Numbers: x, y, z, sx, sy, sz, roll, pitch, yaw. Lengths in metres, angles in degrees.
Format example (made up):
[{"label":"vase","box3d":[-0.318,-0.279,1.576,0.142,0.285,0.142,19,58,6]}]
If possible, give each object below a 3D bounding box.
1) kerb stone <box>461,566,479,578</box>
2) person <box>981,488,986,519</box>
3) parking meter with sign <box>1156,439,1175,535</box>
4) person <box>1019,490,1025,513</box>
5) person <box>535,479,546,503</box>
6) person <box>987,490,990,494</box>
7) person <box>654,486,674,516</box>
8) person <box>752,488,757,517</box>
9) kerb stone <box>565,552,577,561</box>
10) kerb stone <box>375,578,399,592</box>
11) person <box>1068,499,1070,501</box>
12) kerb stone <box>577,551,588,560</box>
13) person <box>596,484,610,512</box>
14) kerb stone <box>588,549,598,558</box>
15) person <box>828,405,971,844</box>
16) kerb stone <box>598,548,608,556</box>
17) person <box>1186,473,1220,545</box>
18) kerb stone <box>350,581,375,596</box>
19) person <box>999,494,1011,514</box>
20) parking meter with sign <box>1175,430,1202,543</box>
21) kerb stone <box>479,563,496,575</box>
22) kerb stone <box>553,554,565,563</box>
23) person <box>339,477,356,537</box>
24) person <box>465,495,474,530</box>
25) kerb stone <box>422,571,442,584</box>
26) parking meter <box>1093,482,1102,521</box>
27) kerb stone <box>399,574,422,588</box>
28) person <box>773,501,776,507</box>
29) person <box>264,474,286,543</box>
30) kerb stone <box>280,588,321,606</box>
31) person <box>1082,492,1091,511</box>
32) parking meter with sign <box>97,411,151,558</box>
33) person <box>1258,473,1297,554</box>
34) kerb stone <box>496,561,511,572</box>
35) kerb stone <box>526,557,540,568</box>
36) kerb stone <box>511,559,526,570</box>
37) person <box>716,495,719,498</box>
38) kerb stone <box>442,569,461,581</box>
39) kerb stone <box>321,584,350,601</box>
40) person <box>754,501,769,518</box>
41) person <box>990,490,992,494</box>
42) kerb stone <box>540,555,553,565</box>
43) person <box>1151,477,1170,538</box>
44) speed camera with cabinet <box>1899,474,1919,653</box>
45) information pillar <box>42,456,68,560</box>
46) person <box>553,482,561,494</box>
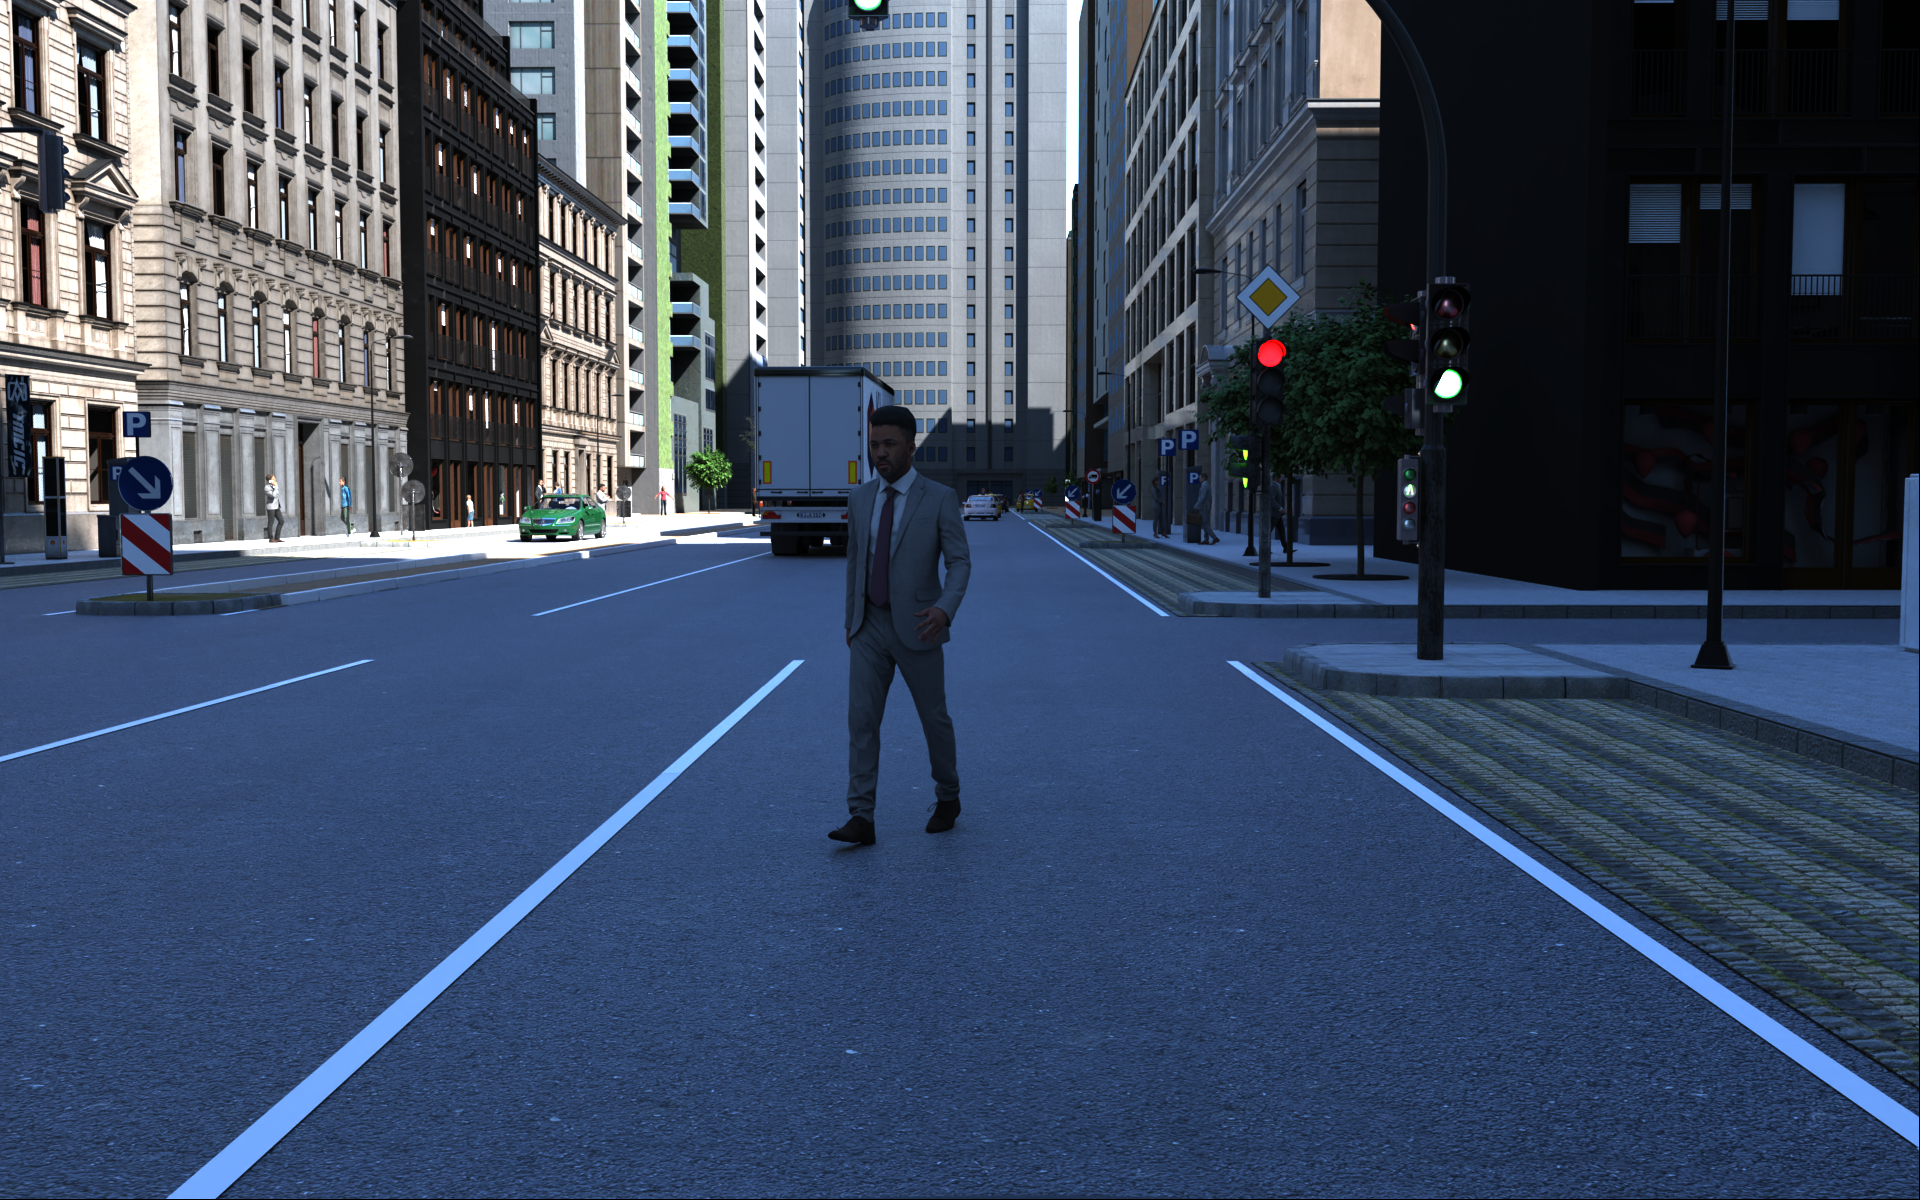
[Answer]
[{"label":"kerb stone","box3d":[-8.544,-0.465,29.890,0.120,0.150,1.000,0,4,1]},{"label":"person","box3d":[1.371,-5.444,98.068,0.434,1.755,0.990,1,4,15]},{"label":"parking meter with sign","box3d":[6.520,-3.605,55.203,0.543,3.016,1.738,0,4,2]},{"label":"person","box3d":[4.663,-7.227,127.382,0.721,1.743,1.217,1,4,10]},{"label":"person","box3d":[-17.630,-4.126,72.873,0.474,1.900,0.648,-1,4,-11]},{"label":"person","box3d":[2.649,-9.120,157.621,0.705,1.822,1.348,1,4,10]},{"label":"person","box3d":[-17.651,-5.901,103.248,1.217,1.743,0.721,-2,4,-29]},{"label":"person","box3d":[-13.136,-6.244,110.732,0.705,1.807,1.348,-1,4,-12]},{"label":"kerb stone","box3d":[-8.442,-0.907,37.071,0.120,0.150,1.000,0,4,1]},{"label":"kerb stone","box3d":[-8.621,-0.220,25.797,0.120,0.150,1.000,0,4,1]},{"label":"person","box3d":[11.214,-10.288,176.799,0.705,1.814,1.350,-2,4,-24]},{"label":"kerb stone","box3d":[-8.418,-0.970,38.096,0.120,0.150,1.000,0,4,1]},{"label":"person","box3d":[-12.598,-3.208,61.135,0.466,1.800,0.511,0,4,-3]},{"label":"kerb stone","box3d":[-8.413,-1.032,39.118,0.120,0.150,1.000,0,4,1]},{"label":"person","box3d":[-0.236,0.098,7.168,0.678,1.792,0.850,2,4,25]},{"label":"kerb stone","box3d":[-8.391,-1.098,40.147,0.120,0.150,1.000,0,4,1]},{"label":"person","box3d":[6.174,-2.303,43.823,0.853,1.813,0.709,1,4,14]},{"label":"kerb stone","box3d":[-8.638,-0.158,24.771,0.120,0.150,1.000,0,4,1]},{"label":"person","box3d":[3.232,-7.061,127.208,1.065,1.426,0.557,0,4,4]},{"label":"parking meter with sign","box3d":[6.168,-3.050,46.122,0.543,3.016,1.738,0,4,1]},{"label":"kerb stone","box3d":[-8.530,-0.529,30.912,0.120,0.150,1.000,0,4,1]},{"label":"kerb stone","box3d":[-8.465,-0.847,36.049,0.120,0.150,1.000,0,4,1]},{"label":"person","box3d":[-18.356,-2.784,51.905,0.444,1.785,0.601,-1,4,-18]},{"label":"person","box3d":[-17.741,-3.175,62.636,0.332,1.250,0.352,-3,5,-44]},{"label":"kerb stone","box3d":[-8.581,-0.346,27.845,0.120,0.150,1.000,0,4,1]},{"label":"parking meter","box3d":[6.515,-4.676,82.165,0.399,1.863,0.255,0,4,7]},{"label":"kerb stone","box3d":[-8.594,-0.279,26.823,0.120,0.150,1.000,0,4,1]},{"label":"person","box3d":[-13.662,-7.204,129.470,0.628,1.438,0.799,0,4,7]},{"label":"person","box3d":[-18.039,-2.407,45.582,0.473,1.802,0.592,1,4,16]},{"label":"kerb stone","box3d":[-8.667,-0.024,22.719,0.120,0.150,1.000,0,4,1]},{"label":"person","box3d":[7.770,-5.915,105.945,0.628,1.438,0.799,0,4,-7]},{"label":"parking meter with sign","box3d":[-17.272,-2.415,35.745,0.543,3.016,1.738,0,4,-5]},{"label":"person","box3d":[6.838,-1.880,37.175,0.834,1.777,0.661,0,4,7]},{"label":"kerb stone","box3d":[-8.523,-0.596,31.938,0.120,0.150,1.000,0,4,1]},{"label":"kerb stone","box3d":[-8.483,-0.720,33.989,0.120,0.150,1.000,0,4,1]},{"label":"kerb stone","box3d":[-8.504,-0.659,32.967,0.120,0.150,1.000,0,4,1]},{"label":"person","box3d":[-21.333,-8.725,148.332,1.348,1.869,0.705,-1,4,-12]},{"label":"kerb stone","box3d":[-8.573,-0.406,28.867,0.120,0.150,1.000,0,4,1]},{"label":"kerb stone","box3d":[-8.644,-0.095,23.749,0.120,0.150,1.000,0,4,1]},{"label":"person","box3d":[-12.111,-5.728,105.414,1.065,1.426,0.557,-3,4,-38]},{"label":"person","box3d":[2.692,-8.752,151.575,0.705,1.826,1.348,-1,4,-9]},{"label":"kerb stone","box3d":[-8.473,-0.784,35.017,0.120,0.150,1.000,0,4,1]},{"label":"person","box3d":[5.841,-2.696,50.390,0.573,1.790,0.520,0,4,2]},{"label":"speed camera with cabinet","box3d":[8.703,-1.190,13.785,2.038,3.252,0.660,0,4,3]},{"label":"information pillar","box3d":[-17.748,-1.803,33.968,0.304,2.012,0.304,0,4,-3]},{"label":"person","box3d":[-17.994,-4.374,77.589,0.654,1.822,0.581,-2,4,-30]}]
